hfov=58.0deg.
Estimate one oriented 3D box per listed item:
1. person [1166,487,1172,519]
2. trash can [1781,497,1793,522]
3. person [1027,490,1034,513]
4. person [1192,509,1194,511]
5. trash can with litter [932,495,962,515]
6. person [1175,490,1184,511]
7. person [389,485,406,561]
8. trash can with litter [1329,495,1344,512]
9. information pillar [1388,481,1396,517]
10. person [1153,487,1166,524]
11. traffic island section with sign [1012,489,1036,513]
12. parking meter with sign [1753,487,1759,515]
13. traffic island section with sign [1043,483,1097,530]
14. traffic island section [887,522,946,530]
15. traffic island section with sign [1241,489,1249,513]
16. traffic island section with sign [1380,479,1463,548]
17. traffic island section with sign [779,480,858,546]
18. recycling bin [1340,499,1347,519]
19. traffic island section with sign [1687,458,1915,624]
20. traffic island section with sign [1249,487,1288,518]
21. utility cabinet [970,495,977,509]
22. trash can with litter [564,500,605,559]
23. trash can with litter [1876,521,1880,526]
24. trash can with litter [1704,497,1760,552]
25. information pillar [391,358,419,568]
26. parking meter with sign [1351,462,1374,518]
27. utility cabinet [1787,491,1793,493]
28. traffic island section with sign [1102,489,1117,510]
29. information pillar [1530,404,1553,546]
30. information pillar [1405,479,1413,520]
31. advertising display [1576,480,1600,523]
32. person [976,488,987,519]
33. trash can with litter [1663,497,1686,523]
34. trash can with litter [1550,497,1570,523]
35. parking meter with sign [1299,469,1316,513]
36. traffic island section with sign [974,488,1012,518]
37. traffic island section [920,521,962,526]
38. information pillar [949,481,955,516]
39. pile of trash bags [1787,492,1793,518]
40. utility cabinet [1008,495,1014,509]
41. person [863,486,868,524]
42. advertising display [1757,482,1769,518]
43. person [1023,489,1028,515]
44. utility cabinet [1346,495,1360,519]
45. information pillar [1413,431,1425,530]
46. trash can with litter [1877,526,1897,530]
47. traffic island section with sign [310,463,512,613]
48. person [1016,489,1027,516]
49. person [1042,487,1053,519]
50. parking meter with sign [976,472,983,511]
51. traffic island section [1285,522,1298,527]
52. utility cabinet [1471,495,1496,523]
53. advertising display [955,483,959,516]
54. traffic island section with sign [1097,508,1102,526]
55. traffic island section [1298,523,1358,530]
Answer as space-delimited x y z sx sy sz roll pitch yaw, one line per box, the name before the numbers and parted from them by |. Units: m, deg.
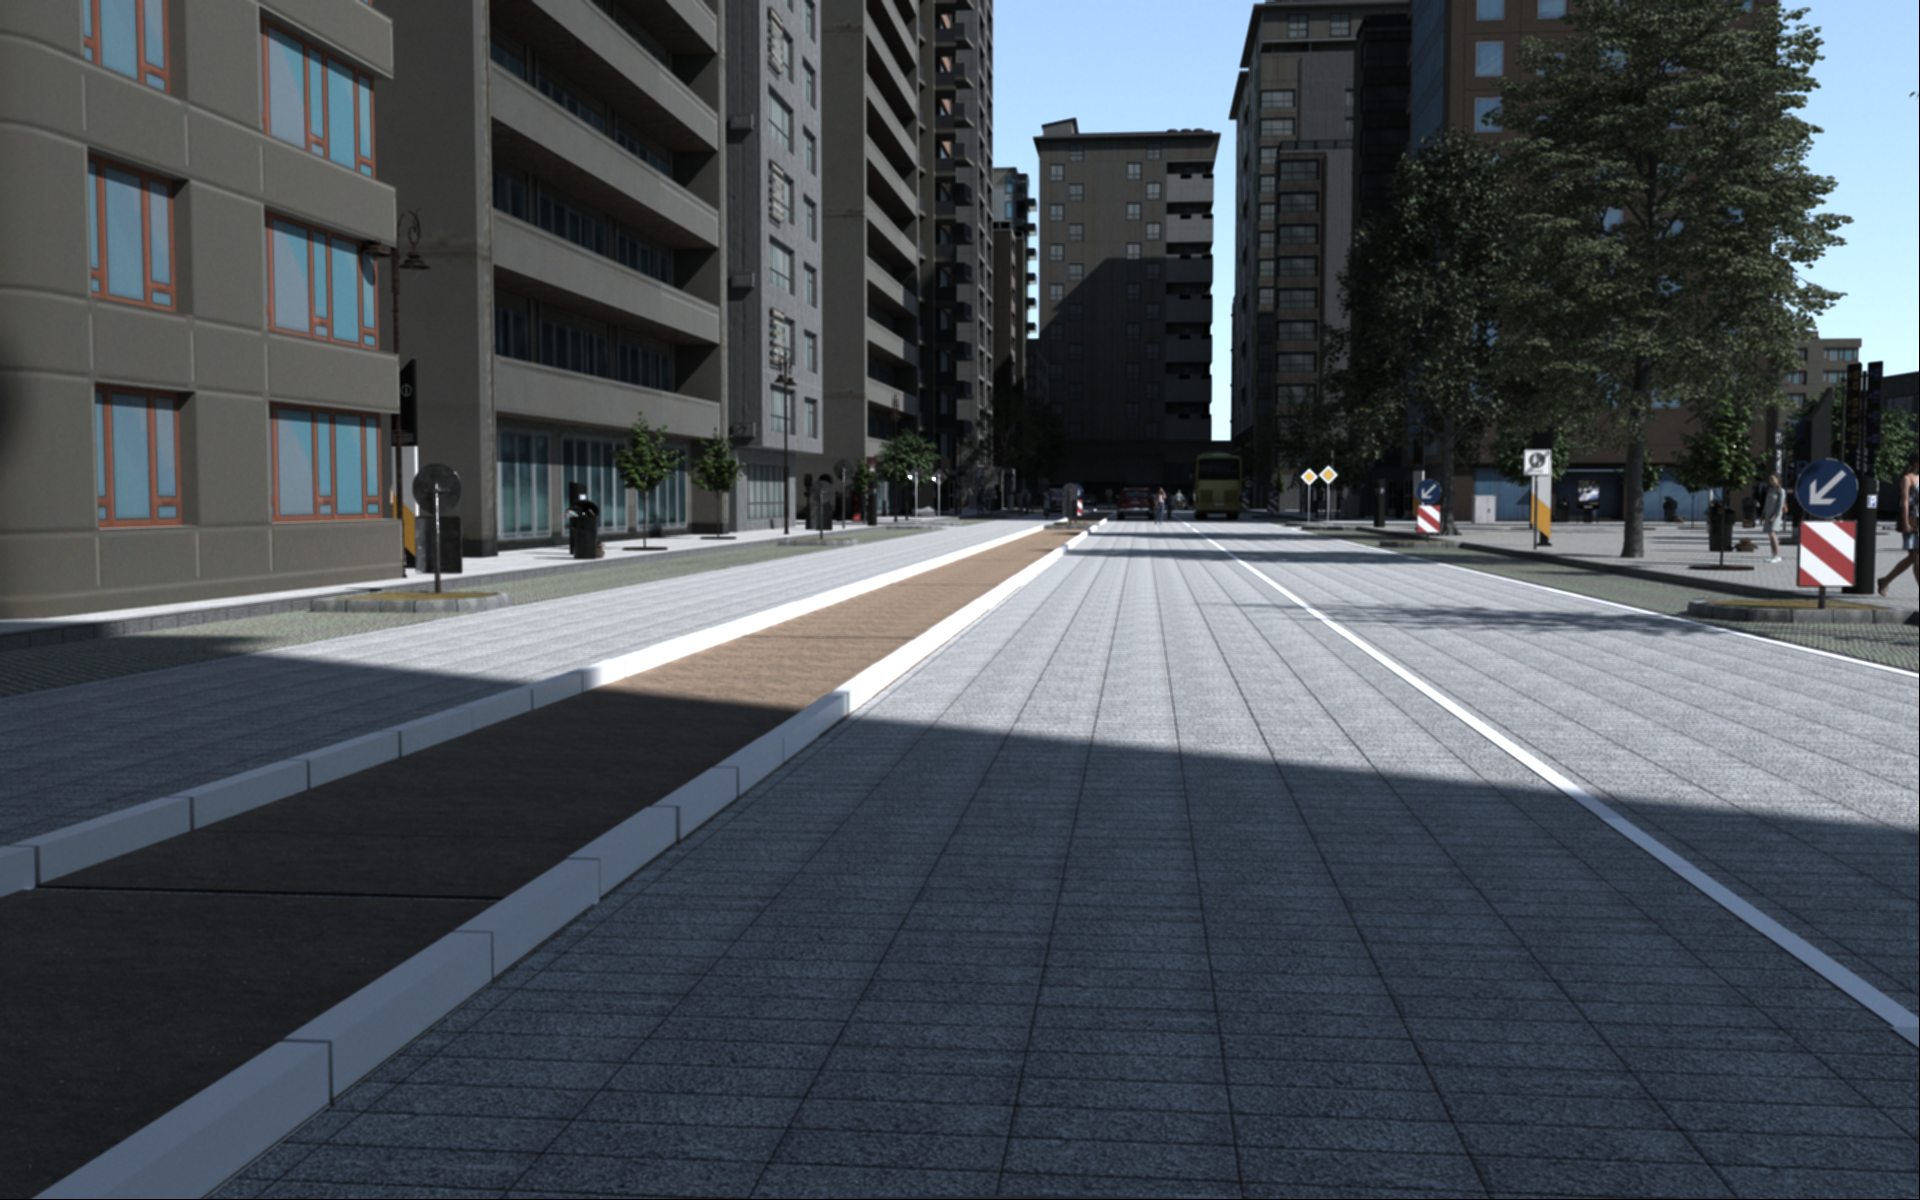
person | 12.047 -5.579 99.719 0.388 1.821 0.555 0 4 1
trash can | 38.524 -4.203 80.370 0.748 1.137 0.748 0 3 0
person | 5.081 -7.205 126.890 0.593 1.750 0.643 -3 5 -41
person | 20.033 -8.237 143.387 1.509 1.804 0.699 3 5 41
trash can with litter | -0.974 -5.812 106.078 2.233 1.210 1.678 0 4 3
person | 18.145 -8.201 143.073 0.782 1.767 0.515 0 4 3
person | -10.393 -1.587 32.331 0.599 1.781 0.374 -3 5 -39
trash can with litter | 26.597 -6.786 122.014 1.678 1.210 2.233 -2 4 -33
information pillar | 24.242 -5.664 97.103 0.304 2.012 0.304 -3 4 -39
person | 9.461 -4.477 82.293 0.593 1.750 0.643 0 4 1
traffic island section with sign | 4.733 -7.453 130.487 1.989 1.847 2.006 0 4 6
parking meter with sign | 49.530 -6.796 107.380 0.543 3.016 1.738 -2 4 -24
traffic island section with sign | 4.470 -3.837 70.877 2.006 1.907 1.989 0 4 6
traffic island section | -1.841 -2.998 71.305 2.009 0.180 2.903 0 4 6
traffic island section with sign | 21.140 -7.388 129.425 1.989 1.847 2.006 0 4 6
traffic island section with sign | 12.423 -2.335 46.803 1.989 1.847 2.006 0 4 6
traffic island section with sign | -3.916 -2.439 48.506 1.989 1.847 2.006 0 4 6
recycling bin | 20.309 -4.771 90.557 0.722 1.027 0.722 0 4 -2
traffic island section with sign | 9.586 -0.695 19.997 1.989 1.847 2.006 0 4 6
traffic island section with sign | 18.269 -5.723 102.193 1.989 1.847 2.006 0 4 6
utility cabinet | 1.367 -8.385 148.253 1.020 1.237 0.306 2 4 28
trash can with litter | -7.431 -1.407 34.385 0.624 1.170 1.055 0 4 3
trash can with litter | 35.072 -3.411 67.150 1.055 1.170 0.624 2 4 34
trash can with litter | 17.229 -1.670 38.693 1.055 1.170 0.624 0 4 4
information pillar | -9.586 -2.361 29.950 0.504 3.616 0.183 1 4 18
parking meter with sign | 21.534 -5.952 93.573 0.543 3.016 1.738 -2 4 -32
utility cabinet | 55.880 -6.578 116.228 1.173 1.500 0.318 2 4 30
traffic island section with sign | 13.137 -8.858 152.968 2.006 1.907 1.989 0 4 6
information pillar | 14.357 -3.142 42.722 0.504 3.616 0.183 0 4 3
information pillar | 22.206 -4.962 85.614 0.304 2.012 0.304 -1 4 -22
advertising display | 27.945 -4.394 77.054 0.974 1.923 0.123 0 4 6
person | 1.268 -5.616 100.662 0.623 1.781 0.721 0 4 -1
trash can with litter | 32.011 -4.045 77.517 0.624 1.170 1.055 -2 4 -27
trash can with litter | 26.893 -4.070 77.925 1.055 1.170 0.624 3 5 43
parking meter with sign | 24.141 -7.564 119.940 0.543 3.016 1.738 -1 4 -19
traffic island section with sign | 1.902 -5.814 103.681 1.989 1.847 2.006 0 4 6
traffic island section | -1.003 -3.484 79.246 2.009 0.180 2.903 0 4 6
information pillar | -0.449 -5.827 99.755 0.304 2.012 0.304 1 4 15
pile of trash bags | 50.664 -5.712 103.136 1.912 1.369 3.447 0 4 -6
utility cabinet | 4.206 -8.154 144.471 0.306 1.237 1.020 1 4 18
person | -3.959 -4.053 74.942 0.537 1.800 0.526 2 4 29
advertising display | 42.928 -5.349 92.670 0.974 1.923 0.123 -3 4 -37
person | 4.466 -6.754 119.114 0.526 1.800 0.537 3 4 38
utility cabinet | 20.229 -4.773 89.200 0.306 1.237 1.020 -1 4 -10
information pillar | 16.314 -4.294 61.564 0.183 3.616 0.504 -2 4 -29
trash can with litter | 33.966 -3.171 62.902 2.233 1.210 1.678 2 4 25
traffic island section with sign | -6.746 -0.799 21.699 1.989 1.847 2.006 0 4 6
person | 3.983 -6.300 111.862 0.716 1.782 0.532 0 4 -2
person | 4.997 -5.502 98.554 0.616 1.811 0.778 0 4 -7
parking meter with sign | 1.537 -8.418 133.898 0.543 3.016 1.738 0 3 0
traffic island section | 15.646 -3.377 77.490 2.009 0.180 2.903 0 4 6
utility cabinet | 23.102 -3.991 76.417 1.020 1.237 0.306 -1 4 -14
advertising display | -0.210 -6.022 103.676 0.123 1.923 0.974 0 4 7
traffic island section with sign | 5.257 -4.288 78.242 2.006 1.907 1.989 0 4 6
traffic island section | 14.807 -2.891 69.549 2.009 0.180 2.903 0 4 6
